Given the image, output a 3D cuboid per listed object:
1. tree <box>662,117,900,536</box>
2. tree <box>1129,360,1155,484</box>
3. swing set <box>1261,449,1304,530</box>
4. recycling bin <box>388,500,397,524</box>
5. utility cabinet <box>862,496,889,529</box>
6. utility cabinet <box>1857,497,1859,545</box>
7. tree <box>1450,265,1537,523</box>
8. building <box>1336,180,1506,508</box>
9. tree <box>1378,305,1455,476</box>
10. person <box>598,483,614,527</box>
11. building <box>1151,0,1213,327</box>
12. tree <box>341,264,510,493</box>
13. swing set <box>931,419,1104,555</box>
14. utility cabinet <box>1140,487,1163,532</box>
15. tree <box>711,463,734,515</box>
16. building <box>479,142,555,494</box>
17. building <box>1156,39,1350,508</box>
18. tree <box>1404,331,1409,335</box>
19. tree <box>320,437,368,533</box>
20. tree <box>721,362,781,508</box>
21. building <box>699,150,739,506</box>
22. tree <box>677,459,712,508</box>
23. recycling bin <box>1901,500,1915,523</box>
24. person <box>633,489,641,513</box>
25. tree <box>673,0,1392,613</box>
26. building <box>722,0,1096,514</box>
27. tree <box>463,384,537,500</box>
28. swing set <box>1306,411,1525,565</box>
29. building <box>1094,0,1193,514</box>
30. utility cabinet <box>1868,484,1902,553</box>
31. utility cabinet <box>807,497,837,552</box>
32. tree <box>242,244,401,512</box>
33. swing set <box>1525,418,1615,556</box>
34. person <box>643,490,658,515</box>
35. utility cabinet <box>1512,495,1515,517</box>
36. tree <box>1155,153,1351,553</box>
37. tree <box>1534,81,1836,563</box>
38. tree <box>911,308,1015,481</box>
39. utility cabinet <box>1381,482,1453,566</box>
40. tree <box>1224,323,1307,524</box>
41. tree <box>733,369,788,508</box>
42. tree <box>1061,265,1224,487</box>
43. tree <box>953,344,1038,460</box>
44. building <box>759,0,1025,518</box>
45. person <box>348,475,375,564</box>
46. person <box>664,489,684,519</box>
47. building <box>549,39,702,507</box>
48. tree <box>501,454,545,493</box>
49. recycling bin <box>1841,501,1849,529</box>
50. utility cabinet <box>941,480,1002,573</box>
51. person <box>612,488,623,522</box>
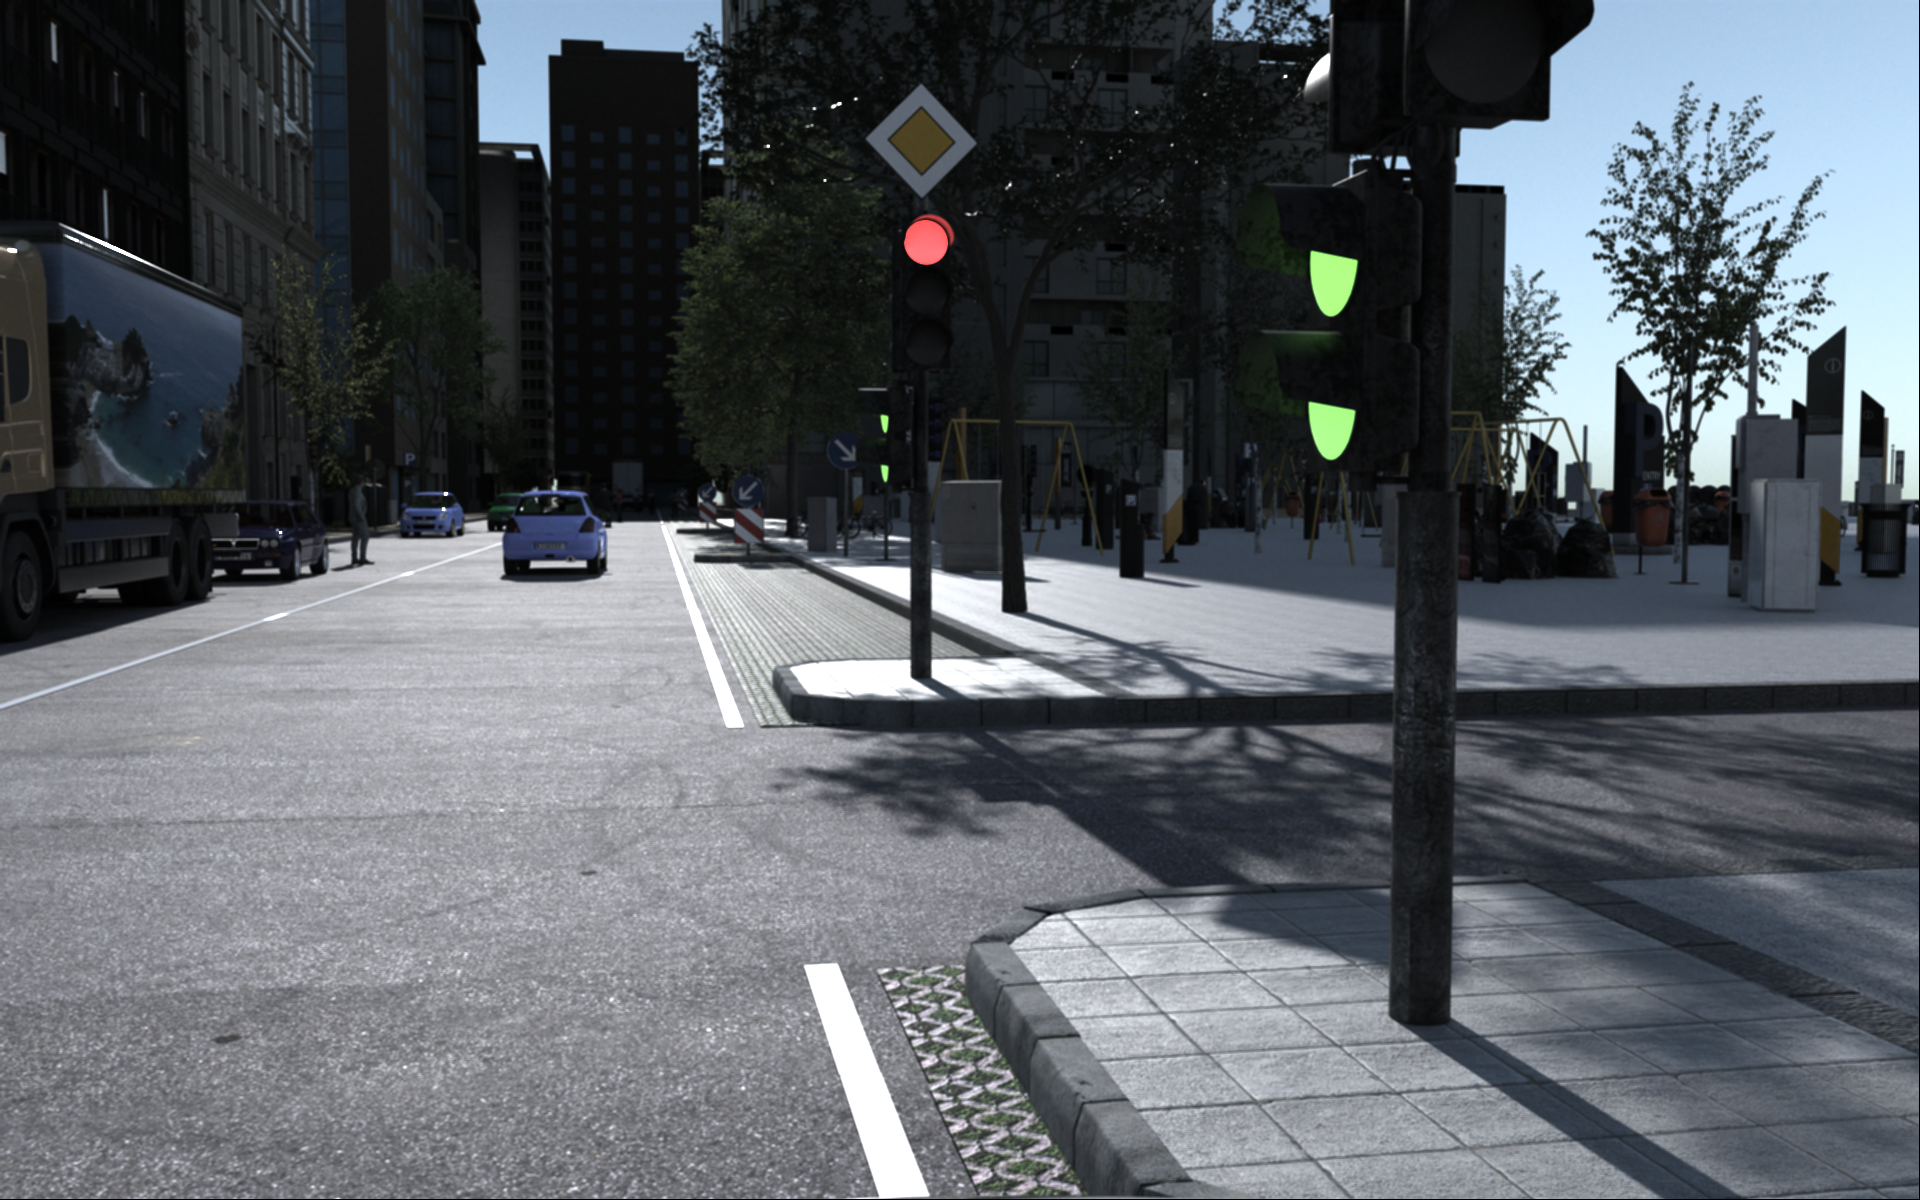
[{"bbox_3d":[-4.714,-8.228,52.658,7.486,12.596,7.792,0,3,0],"label":"tree"},{"bbox_3d":[10.220,-8.289,85.885,4.360,8.622,3.978,0,3,0],"label":"tree"},{"bbox_3d":[12.580,-3.869,60.878,3.119,2.851,2.862,-1,4,-23],"label":"swing set"},{"bbox_3d":[-24.307,-3.719,73.353,0.722,1.027,0.722,0,4,2],"label":"recycling bin"},{"bbox_3d":[-3.087,-3.193,63.375,1.020,1.237,0.306,3,4,37],"label":"utility cabinet"},{"bbox_3d":[23.053,-1.988,43.664,1.020,1.237,0.306,-2,4,-31],"label":"utility cabinet"},{"bbox_3d":[17.269,-6.396,54.940,4.737,8.622,4.395,0,3,0],"label":"tree"},{"bbox_3d":[41.593,-23.957,163.390,14.107,30.474,14.160,-1,4,-10],"label":"building"},{"bbox_3d":[10.505,-5.836,45.780,4.360,8.622,3.978,0,3,0],"label":"tree"},{"bbox_3d":[-15.547,-4.164,75.942,0.474,1.900,0.648,3,5,40],"label":"person"},{"bbox_3d":[10.285,-39.425,186.604,28.212,58.520,21.231,-1,4,-10],"label":"building"},{"bbox_3d":[-24.169,-9.308,77.937,9.928,11.665,9.643,0,3,0],"label":"tree"},{"bbox_3d":[0.992,-2.396,36.798,3.119,2.851,2.862,-2,4,-27],"label":"swing set"},{"bbox_3d":[6.384,-3.010,57.886,0.318,1.500,1.173,-2,4,-28],"label":"utility cabinet"},{"bbox_3d":[-14.599,-6.899,107.401,1.663,3.219,1.824,0,3,0],"label":"tree"},{"bbox_3d":[-54.990,-29.933,181.291,23.993,40.220,32.217,-1,4,-10],"label":"building"},{"bbox_3d":[26.848,-29.186,160.791,14.086,41.232,14.154,-1,4,-10],"label":"building"},{"bbox_3d":[17.770,-6.886,62.944,4.737,8.622,4.395,0,3,0],"label":"tree"},{"bbox_3d":[-20.879,-3.863,57.756,1.663,3.219,1.824,0,3,0],"label":"tree"},{"bbox_3d":[-10.835,-8.430,88.190,4.360,8.622,3.978,0,3,0],"label":"tree"},{"bbox_3d":[-16.517,-30.353,188.151,23.993,40.220,32.217,-1,4,-10],"label":"building"},{"bbox_3d":[-24.890,-10.932,162.452,4.285,4.588,4.351,0,3,0],"label":"tree"},{"bbox_3d":[42.598,-3.984,77.699,0.722,1.027,0.722,3,4,37],"label":"recycling bin"},{"bbox_3d":[-24.919,-7.670,133.769,0.709,1.838,0.599,1,4,17],"label":"person"},{"bbox_3d":[0.668,-5.166,18.879,8.767,10.594,7.601,1,4,9],"label":"tree"},{"bbox_3d":[-6.096,-34.151,147.601,28.713,52.752,27.495,-1,4,-10],"label":"building"},{"bbox_3d":[-30.257,-9.985,113.625,4.737,8.622,4.395,0,3,0],"label":"tree"},{"bbox_3d":[8.531,-2.152,32.799,3.119,2.851,2.862,0,4,-5],"label":"swing set"},{"bbox_3d":[-1.191,-32.499,120.598,28.713,52.752,27.495,-1,4,-10],"label":"building"},{"bbox_3d":[19.966,-1.757,37.402,0.318,1.500,1.173,3,5,44],"label":"utility cabinet"},{"bbox_3d":[-3.084,-1.691,38.814,0.306,1.237,1.020,-2,4,-28],"label":"utility cabinet"},{"bbox_3d":[-19.266,-6.210,51.902,4.360,8.622,3.978,0,3,0],"label":"tree"},{"bbox_3d":[11.794,-2.405,36.940,2.862,2.851,3.119,-1,4,-18],"label":"swing set"},{"bbox_3d":[-21.075,-6.658,118.094,1.217,1.736,0.721,2,4,27],"label":"person"},{"bbox_3d":[25.022,-4.177,79.462,1.020,1.237,0.306,2,4,28],"label":"utility cabinet"},{"bbox_3d":[6.486,-5.321,37.364,4.360,8.622,3.978,0,3,0],"label":"tree"},{"bbox_3d":[13.583,-4.989,31.939,4.737,8.622,4.395,0,3,0],"label":"tree"},{"bbox_3d":[0.003,-7.112,66.646,4.360,8.622,3.978,0,3,0],"label":"tree"},{"bbox_3d":[8.028,-1.330,30.425,1.173,1.500,0.318,0,4,6],"label":"utility cabinet"},{"bbox_3d":[13.133,-7.509,73.131,4.737,8.622,4.395,0,3,0],"label":"tree"},{"bbox_3d":[-9.297,-8.061,82.153,4.737,8.622,4.395,0,3,0],"label":"tree"},{"bbox_3d":[5.446,-6.366,54.440,4.737,8.622,4.395,0,3,0],"label":"tree"},{"bbox_3d":[1.819,-8.125,83.198,4.737,8.622,4.395,0,3,0],"label":"tree"},{"bbox_3d":[-4.443,-25.384,98.621,14.154,41.232,14.086,-1,4,-10],"label":"building"},{"bbox_3d":[-12.294,-1.639,35.398,0.391,1.810,0.635,-3,5,-43],"label":"person"},{"bbox_3d":[-16.628,-5.601,100.787,1.217,1.736,0.721,1,4,9],"label":"person"},{"bbox_3d":[-33.658,-32.123,175.327,14.200,45.320,14.600,-1,4,-10],"label":"building"},{"bbox_3d":[-35.228,-9.477,138.666,4.285,4.588,4.351,0,3,0],"label":"tree"},{"bbox_3d":[32.001,-3.112,63.441,0.722,1.027,0.722,-2,4,-24],"label":"recycling bin"},{"bbox_3d":[0.236,-1.199,28.280,1.173,1.500,0.318,3,4,38],"label":"utility cabinet"},{"bbox_3d":[-17.728,-4.922,89.696,0.721,1.743,1.217,1,4,13],"label":"person"}]
